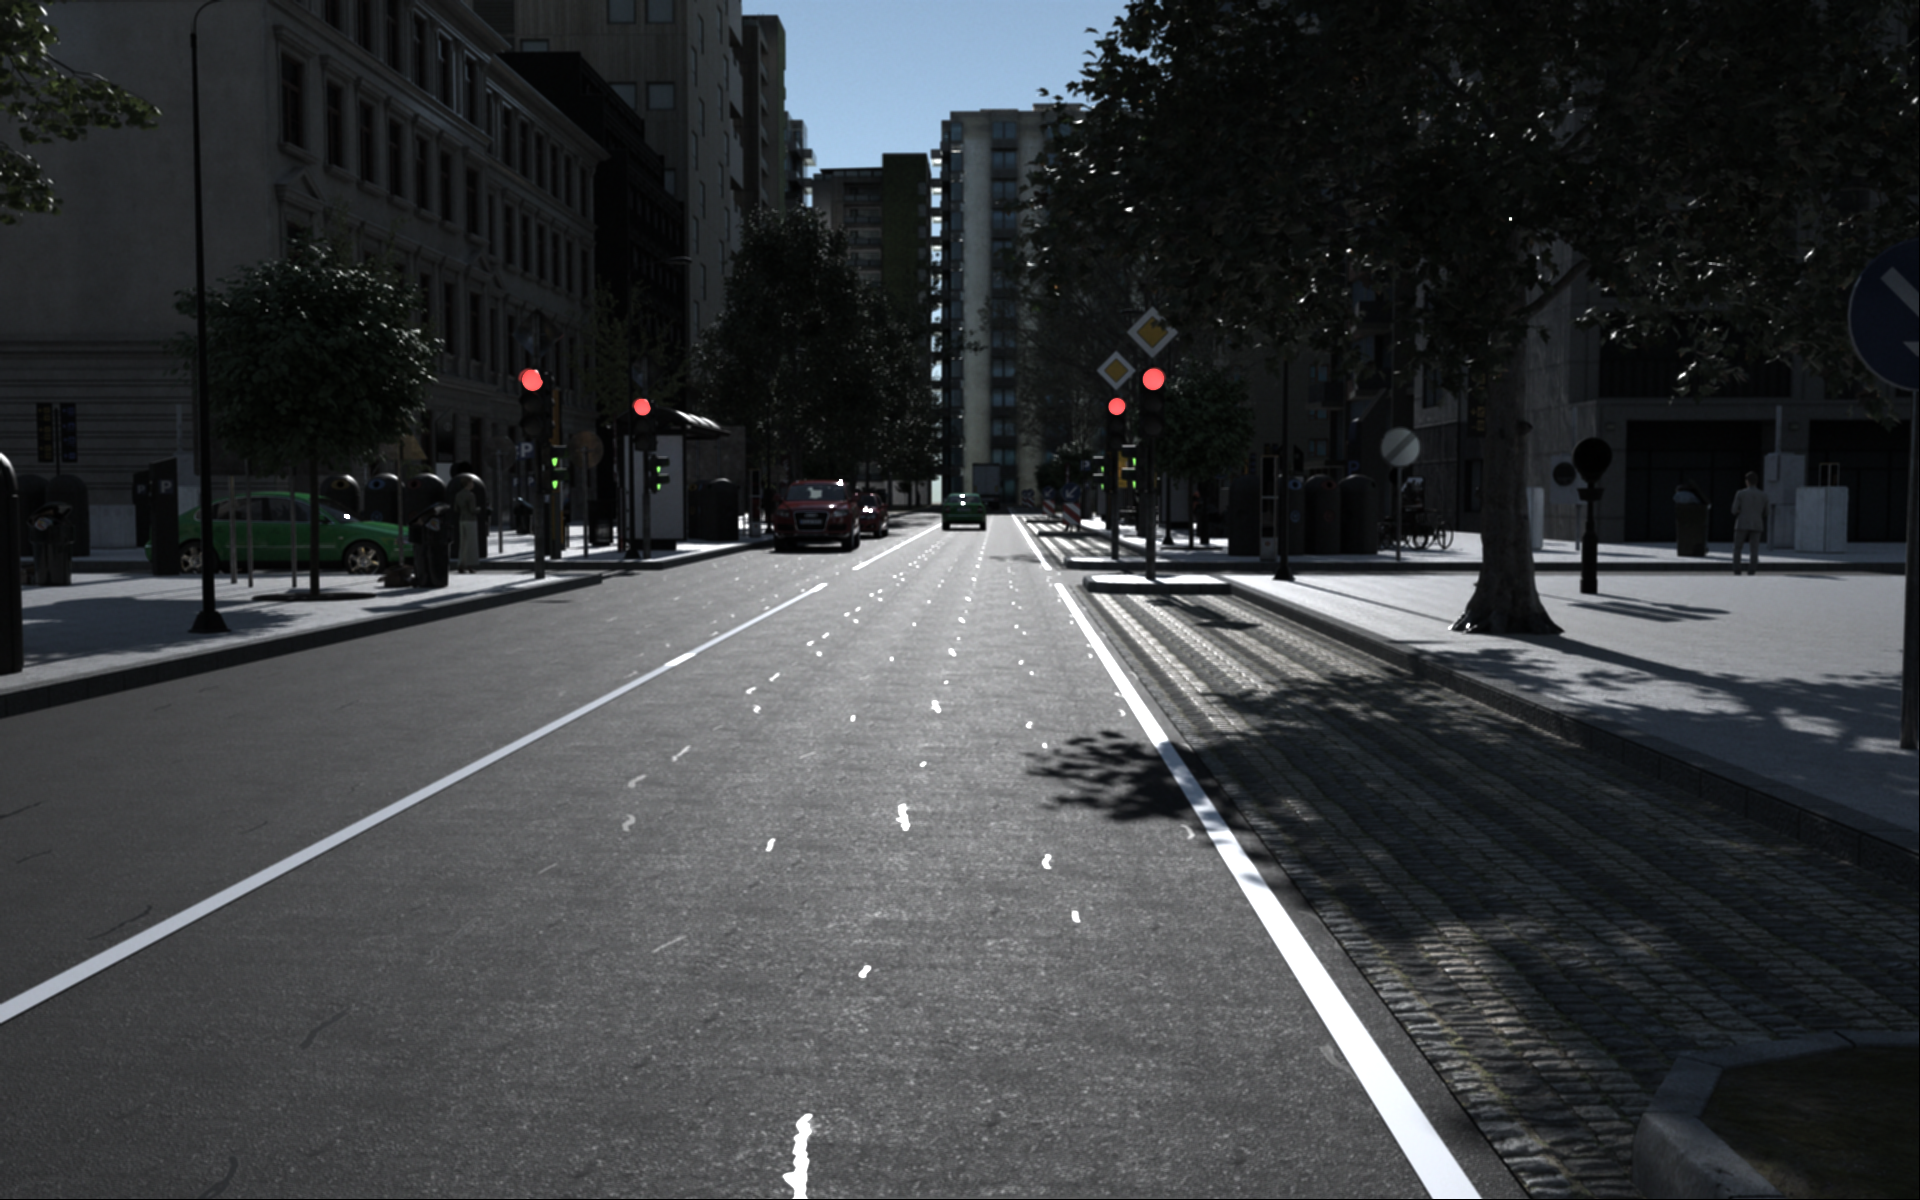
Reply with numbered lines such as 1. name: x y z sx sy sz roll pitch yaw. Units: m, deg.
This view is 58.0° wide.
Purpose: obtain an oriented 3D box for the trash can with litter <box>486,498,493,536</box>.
1. trash can with litter: -14.711 -2.507 52.383 1.055 1.170 0.624 -2 4 -29

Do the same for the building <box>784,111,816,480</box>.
1. building: -33.007 -36.452 215.604 30.456 49.044 23.786 0 4 1

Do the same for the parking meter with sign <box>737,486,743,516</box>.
1. parking meter with sign: -13.021 -6.442 101.593 1.738 3.016 0.543 -1 4 -15

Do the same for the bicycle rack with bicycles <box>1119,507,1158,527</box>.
1. bicycle rack with bicycles: 7.439 -3.403 69.019 2.925 0.926 2.852 3 4 38

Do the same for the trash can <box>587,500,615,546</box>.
1. trash can: -8.903 -1.912 42.914 0.748 1.137 0.748 0 3 0

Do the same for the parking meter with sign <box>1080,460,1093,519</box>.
1. parking meter with sign: 6.600 -5.728 89.908 0.543 3.016 1.738 1 4 10

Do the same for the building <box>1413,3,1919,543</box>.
1. building: 27.040 -37.595 52.935 20.611 71.187 20.563 0 4 1

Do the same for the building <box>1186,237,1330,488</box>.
1. building: 32.280 -17.482 130.866 27.650 21.520 28.899 0 4 1

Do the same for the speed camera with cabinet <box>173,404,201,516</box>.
1. speed camera with cabinet: -16.755 -2.645 37.581 0.660 3.252 2.038 -1 4 -20

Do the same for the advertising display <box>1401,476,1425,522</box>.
1. advertising display: 16.257 -3.502 62.476 0.974 1.923 0.123 2 4 30

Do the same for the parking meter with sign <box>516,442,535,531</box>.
1. parking meter with sign: -14.442 -3.819 58.700 0.543 3.016 1.738 0 4 1

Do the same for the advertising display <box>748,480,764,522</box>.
1. advertising display: -9.436 -4.579 80.086 0.123 1.923 0.974 3 4 36

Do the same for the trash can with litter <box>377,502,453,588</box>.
1. trash can with litter: -7.525 -0.763 23.857 1.055 1.170 0.624 1 4 13

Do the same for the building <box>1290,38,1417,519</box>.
1. building: 29.108 -26.279 84.283 22.147 44.769 28.867 0 4 1

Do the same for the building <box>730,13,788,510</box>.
1. building: -22.212 -28.143 143.740 14.154 41.232 14.086 0 4 1

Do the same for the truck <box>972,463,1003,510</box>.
1. truck: 2.529 -10.612 162.412 2.839 4.237 11.283 0 4 2

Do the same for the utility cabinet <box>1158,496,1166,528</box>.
1. utility cabinet: 8.046 -3.361 66.116 1.020 1.237 0.306 3 5 41

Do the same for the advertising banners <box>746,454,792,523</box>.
1. advertising banners: -8.415 -4.905 76.385 2.074 3.025 0.090 0 4 8

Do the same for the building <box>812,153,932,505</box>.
1. building: -10.584 -32.240 210.725 14.086 41.232 14.154 0 4 1

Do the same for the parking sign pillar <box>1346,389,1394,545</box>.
1. parking sign pillar: 10.301 -3.393 43.950 1.447 3.967 1.447 3 5 41

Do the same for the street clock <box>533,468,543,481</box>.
1. street clock: -11.793 -2.717 48.997 0.471 2.002 0.358 0 4 5

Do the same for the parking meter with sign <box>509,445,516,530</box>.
1. parking meter with sign: -15.943 -4.037 62.271 0.543 3.016 1.738 -1 4 -20

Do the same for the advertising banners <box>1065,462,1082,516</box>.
1. advertising banners: 6.360 -6.050 95.100 0.090 3.025 2.074 -2 4 -33

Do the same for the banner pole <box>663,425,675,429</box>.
1. banner pole: -9.494 -4.011 55.599 0.863 3.779 0.401 2 4 26

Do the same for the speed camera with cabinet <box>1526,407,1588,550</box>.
1. speed camera with cabinet: 13.352 -2.782 39.815 2.038 3.252 0.660 3 5 44

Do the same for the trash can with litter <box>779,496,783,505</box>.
1. trash can with litter: -11.049 -5.761 105.573 0.624 1.170 1.055 0 4 5

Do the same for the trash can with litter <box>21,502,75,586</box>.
1. trash can with litter: -12.949 -0.792 24.343 1.055 1.170 0.624 2 4 30

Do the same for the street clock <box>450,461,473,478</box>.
1. street clock: -11.013 -2.064 38.319 0.358 2.002 0.471 2 4 32

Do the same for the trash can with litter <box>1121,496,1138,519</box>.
1. trash can with litter: 8.728 -4.794 89.768 1.055 1.170 0.624 3 5 39

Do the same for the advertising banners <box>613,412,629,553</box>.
1. advertising banners: -7.487 -2.567 38.158 0.090 3.025 2.074 0 4 -3

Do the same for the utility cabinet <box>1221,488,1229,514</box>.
1. utility cabinet: 9.815 -3.349 63.428 1.173 1.500 0.318 -2 4 -34

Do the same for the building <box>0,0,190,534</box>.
1. building: -22.922 -13.399 55.224 11.583 22.565 21.152 0 4 1

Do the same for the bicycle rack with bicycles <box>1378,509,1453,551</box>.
1. bicycle rack with bicycles: 10.256 -1.657 40.479 2.925 0.926 2.852 -1 4 -20

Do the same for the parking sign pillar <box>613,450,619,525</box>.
1. parking sign pillar: -13.872 -5.129 72.328 1.447 3.967 1.447 -2 4 -29

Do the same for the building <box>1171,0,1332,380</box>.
1. building: 29.900 -37.694 158.300 21.231 58.520 28.212 0 4 1

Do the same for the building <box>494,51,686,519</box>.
1. building: -22.656 -16.242 95.240 12.332 23.373 15.834 0 4 1

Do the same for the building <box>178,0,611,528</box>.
1. building: -23.407 -14.691 76.353 11.583 22.565 21.152 0 4 1

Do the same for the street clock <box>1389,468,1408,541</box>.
1. street clock: 12.059 -2.637 47.685 0.471 2.002 0.358 3 5 44

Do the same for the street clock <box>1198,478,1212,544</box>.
1. street clock: 6.284 -2.437 44.415 0.358 2.002 0.471 2 4 29

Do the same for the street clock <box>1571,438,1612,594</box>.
1. street clock: 8.137 -1.088 22.360 0.471 2.002 0.358 1 4 12

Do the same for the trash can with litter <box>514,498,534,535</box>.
1. trash can with litter: -13.532 -2.645 54.626 1.055 1.170 0.624 1 4 13

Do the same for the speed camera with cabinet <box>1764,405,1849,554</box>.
1. speed camera with cabinet: 18.602 -2.676 38.096 0.660 3.252 2.038 -1 4 -13

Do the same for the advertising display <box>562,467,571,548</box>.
1. advertising display: -9.469 -2.192 41.050 0.123 1.923 0.974 1 4 9

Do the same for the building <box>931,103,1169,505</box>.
1. building: 11.798 -36.426 215.176 30.456 49.044 23.786 0 4 1

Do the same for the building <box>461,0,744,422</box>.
1. building: -30.322 -32.635 122.815 28.713 52.752 27.495 0 4 1

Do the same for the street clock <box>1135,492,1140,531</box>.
1. street clock: 6.249 -3.407 60.282 0.358 2.002 0.471 -2 4 -30

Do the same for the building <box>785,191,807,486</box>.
1. building: -21.811 -24.218 167.666 14.107 30.474 14.160 0 4 1
